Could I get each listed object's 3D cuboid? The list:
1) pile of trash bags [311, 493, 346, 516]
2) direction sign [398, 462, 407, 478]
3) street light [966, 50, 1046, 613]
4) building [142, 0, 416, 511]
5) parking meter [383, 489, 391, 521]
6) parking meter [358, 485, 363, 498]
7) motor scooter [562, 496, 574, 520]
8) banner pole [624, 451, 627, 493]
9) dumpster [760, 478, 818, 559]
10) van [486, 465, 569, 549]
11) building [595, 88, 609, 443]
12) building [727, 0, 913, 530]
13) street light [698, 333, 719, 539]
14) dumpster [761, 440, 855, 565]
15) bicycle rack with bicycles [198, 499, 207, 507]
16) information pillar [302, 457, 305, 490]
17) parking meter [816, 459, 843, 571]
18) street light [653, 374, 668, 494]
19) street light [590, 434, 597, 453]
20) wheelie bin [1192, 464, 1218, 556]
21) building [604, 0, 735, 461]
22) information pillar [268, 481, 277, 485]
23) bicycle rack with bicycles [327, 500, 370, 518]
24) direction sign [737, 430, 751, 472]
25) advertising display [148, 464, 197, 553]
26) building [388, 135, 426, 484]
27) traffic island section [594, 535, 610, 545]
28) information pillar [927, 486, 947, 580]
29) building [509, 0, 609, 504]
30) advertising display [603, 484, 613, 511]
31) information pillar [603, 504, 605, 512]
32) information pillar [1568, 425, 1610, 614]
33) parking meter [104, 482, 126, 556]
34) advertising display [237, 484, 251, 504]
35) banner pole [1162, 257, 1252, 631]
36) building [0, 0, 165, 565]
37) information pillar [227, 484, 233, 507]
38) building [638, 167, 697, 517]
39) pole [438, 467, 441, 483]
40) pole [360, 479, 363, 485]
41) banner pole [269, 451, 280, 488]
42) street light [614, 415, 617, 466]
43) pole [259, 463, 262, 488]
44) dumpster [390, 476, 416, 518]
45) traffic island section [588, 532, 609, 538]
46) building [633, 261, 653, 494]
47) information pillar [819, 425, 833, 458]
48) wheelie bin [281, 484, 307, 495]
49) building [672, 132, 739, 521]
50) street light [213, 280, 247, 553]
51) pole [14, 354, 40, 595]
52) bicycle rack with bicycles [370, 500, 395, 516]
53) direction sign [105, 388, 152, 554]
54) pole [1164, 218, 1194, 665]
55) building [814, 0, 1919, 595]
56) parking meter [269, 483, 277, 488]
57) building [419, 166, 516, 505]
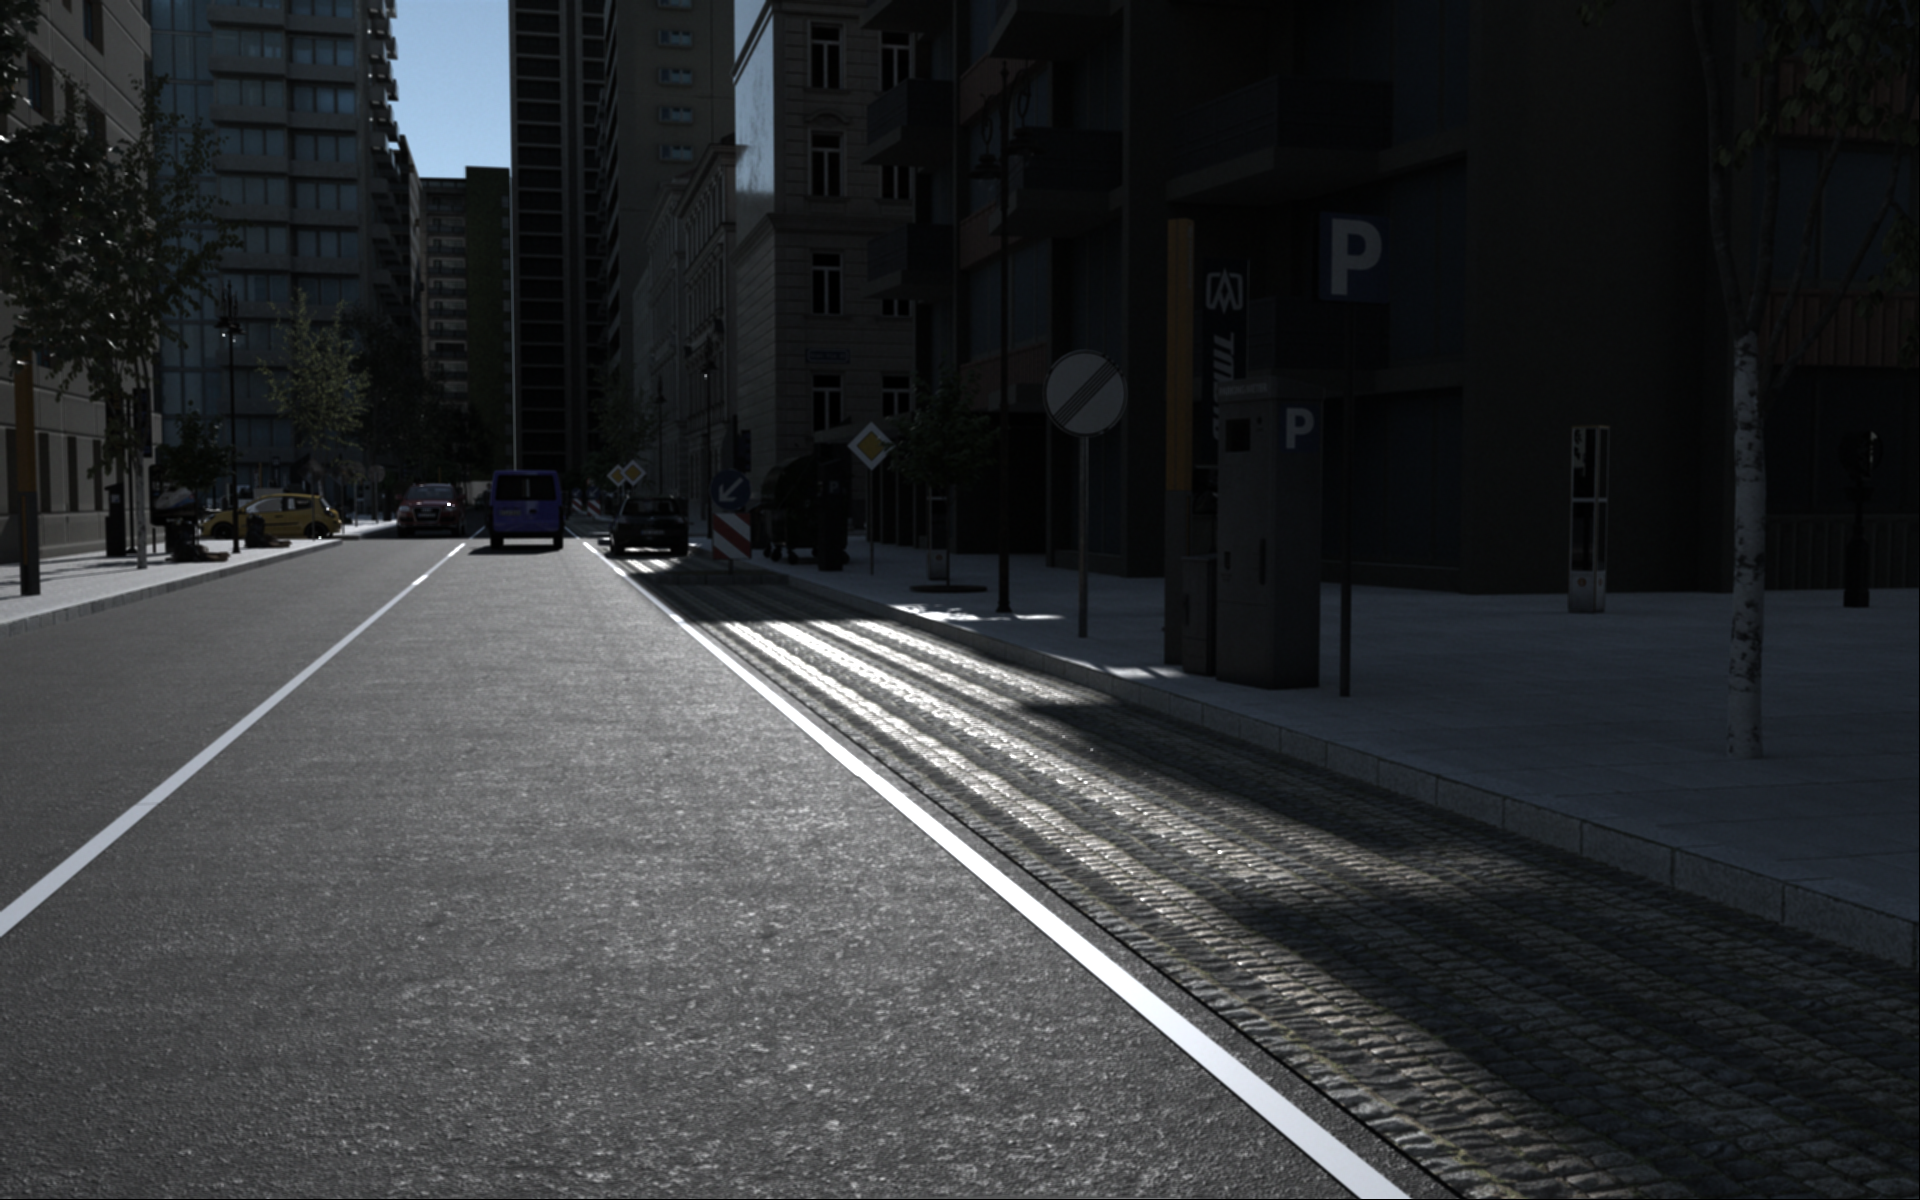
[{"bbox_3d":[-35.250,-5.150,93.950,1.912,1.369,3.447,3,5,39],"label":"pile of trash bags"},{"bbox_3d":[-39.933,-8.079,124.087,0.876,3.537,0.379,2,4,34],"label":"direction sign"},{"bbox_3d":[0.477,-2.804,18.627,0.468,5.910,1.993,-1,4,-14],"label":"street light"},{"bbox_3d":[-56.855,-31.729,138.378,23.786,49.044,30.456,-1,4,-14],"label":"building"},{"bbox_3d":[-27.088,-4.493,81.869,0.372,1.533,0.369,0,3,0],"label":"parking meter"},{"bbox_3d":[-39.286,-6.595,113.541,0.255,1.863,0.399,0,4,-5],"label":"parking meter"},{"bbox_3d":[-21.560,-5.021,94.878,0.815,1.314,1.986,-1,4,-13],"label":"motor scooter"},{"bbox_3d":[-19.485,-6.785,100.944,0.401,3.779,0.863,-2,4,-25],"label":"banner pole"},{"bbox_3d":[-3.217,-1.747,34.323,1.264,1.857,1.865,-1,4,-14],"label":"dumpster"},{"bbox_3d":[-11.741,-2.605,46.976,2.240,2.365,5.245,-1,4,-13],"label":"van"},{"bbox_3d":[-28.074,-34.865,189.643,23.786,49.044,30.456,-1,4,-14],"label":"building"},{"bbox_3d":[3.773,-16.645,69.404,25.104,27.353,12.463,-1,4,-14],"label":"building"},{"bbox_3d":[-7.206,-4.705,49.714,0.468,5.910,1.993,-1,4,-14],"label":"street light"},{"bbox_3d":[-2.822,-1.813,32.138,1.502,2.255,1.985,-1,4,-14],"label":"dumpster"},{"bbox_3d":[-51.629,-6.263,115.777,2.852,0.926,2.925,2,4,28],"label":"bicycle rack with bicycles"},{"bbox_3d":[-41.010,-7.150,108.260,0.183,3.616,0.504,-2,4,-27],"label":"information pillar"},{"bbox_3d":[-2.175,-1.416,28.858,0.399,1.863,0.255,-2,4,-33],"label":"parking meter"},{"bbox_3d":[-11.555,-5.753,66.846,0.468,5.910,1.993,-1,4,-14],"label":"street light"},{"bbox_3d":[-27.461,-9.602,129.776,0.468,5.910,1.993,-1,4,-14],"label":"street light"},{"bbox_3d":[2.648,-0.640,18.365,0.693,1.594,0.980,3,5,43],"label":"wheelie bin"},{"bbox_3d":[-19.369,-32.222,150.536,21.300,48.544,21.600,-1,4,-14],"label":"building"},{"bbox_3d":[-37.614,-5.524,94.807,0.304,2.012,0.304,1,4,19],"label":"information pillar"},{"bbox_3d":[-30.763,-4.313,83.894,2.925,0.926,2.852,1,4,9],"label":"bicycle rack with bicycles"},{"bbox_3d":[-7.783,-4.225,61.077,0.876,3.537,0.379,-2,4,-30],"label":"direction sign"},{"bbox_3d":[-17.235,-2.002,37.953,0.974,1.923,0.123,-3,5,-45],"label":"advertising display"},{"bbox_3d":[-68.252,-29.818,179.403,23.993,40.220,32.217,-1,4,-14],"label":"building"},{"bbox_3d":[-9.334,-1.675,49.668,2.009,0.180,2.903,-1,4,-14],"label":"traffic island section"},{"bbox_3d":[-0.330,-1.304,25.811,0.304,2.012,0.304,-1,4,-9],"label":"information pillar"},{"bbox_3d":[-47.201,-48.048,223.833,20.611,71.187,20.563,-1,4,-14],"label":"building"},{"bbox_3d":[-21.896,-6.325,108.624,0.974,1.923,0.123,1,4,13],"label":"advertising display"},{"bbox_3d":[-25.898,-7.472,126.660,0.304,2.012,0.304,-3,4,-37],"label":"information pillar"},{"bbox_3d":[6.782,-0.868,18.689,0.304,2.012,0.304,3,5,41],"label":"information pillar"},{"bbox_3d":[-17.444,-1.673,35.764,0.372,1.533,0.369,0,3,0],"label":"parking meter"},{"bbox_3d":[-48.134,-6.794,116.296,0.974,1.923,0.123,-3,5,-39],"label":"advertising display"},{"bbox_3d":[2.315,-1.600,16.177,0.863,3.779,0.401,-1,4,-14],"label":"banner pole"},{"bbox_3d":[-31.642,-11.201,28.172,28.899,21.520,27.650,-1,4,-14],"label":"building"},{"bbox_3d":[-51.493,-7.198,122.173,0.304,2.012,0.304,2,4,35],"label":"information pillar"},{"bbox_3d":[-13.007,-16.479,105.587,11.583,22.565,21.152,-1,4,-14],"label":"building"},{"bbox_3d":[-38.560,-8.230,128.404,0.158,3.312,0.155,0,3,0],"label":"pole"},{"bbox_3d":[-39.927,-7.441,115.501,0.158,3.312,0.155,0,3,0],"label":"pole"},{"bbox_3d":[-40.272,-6.831,101.701,0.401,3.779,0.863,3,4,37],"label":"banner pole"},{"bbox_3d":[-19.610,-7.701,98.694,0.468,5.910,1.993,-1,4,-14],"label":"street light"},{"bbox_3d":[-45.144,-7.217,111.841,0.158,3.312,0.155,0,3,0],"label":"pole"},{"bbox_3d":[-29.615,-5.510,92.574,1.502,2.255,1.985,-1,4,-14],"label":"dumpster"},{"bbox_3d":[-11.282,-2.149,57.413,2.009,0.180,2.903,-1,4,-14],"label":"traffic island section"},{"bbox_3d":[-17.608,-16.481,124.224,10.420,20.320,16.860,-1,4,-14],"label":"building"},{"bbox_3d":[-4.488,-4.100,58.391,0.504,3.616,0.183,-1,4,-22],"label":"information pillar"},{"bbox_3d":[-20.943,-2.846,54.438,0.693,1.594,0.980,1,4,20],"label":"wheelie bin"},{"bbox_3d":[-7.953,-13.487,85.140,10.561,19.102,19.286,-1,4,-14],"label":"building"},{"bbox_3d":[-15.750,-3.959,37.515,0.468,5.910,1.993,-1,4,-14],"label":"street light"},{"bbox_3d":[-11.818,-1.717,21.922,0.158,3.312,0.155,0,3,0],"label":"pole"},{"bbox_3d":[-33.799,-5.358,100.980,2.925,0.926,2.852,3,5,44],"label":"bicycle rack with bicycles"},{"bbox_3d":[-17.744,-2.755,37.036,0.876,3.537,0.379,-1,4,-20],"label":"direction sign"},{"bbox_3d":[1.643,-1.170,12.971,0.158,3.312,0.155,0,3,0],"label":"pole"},{"bbox_3d":[9.849,-23.294,35.475,22.147,44.769,28.867,-1,4,-14],"label":"building"},{"bbox_3d":[-36.491,-5.279,92.023,0.399,1.863,0.255,2,4,32],"label":"parking meter"},{"bbox_3d":[-63.373,-32.681,217.928,14.086,41.232,14.154,-1,4,-14],"label":"building"}]
